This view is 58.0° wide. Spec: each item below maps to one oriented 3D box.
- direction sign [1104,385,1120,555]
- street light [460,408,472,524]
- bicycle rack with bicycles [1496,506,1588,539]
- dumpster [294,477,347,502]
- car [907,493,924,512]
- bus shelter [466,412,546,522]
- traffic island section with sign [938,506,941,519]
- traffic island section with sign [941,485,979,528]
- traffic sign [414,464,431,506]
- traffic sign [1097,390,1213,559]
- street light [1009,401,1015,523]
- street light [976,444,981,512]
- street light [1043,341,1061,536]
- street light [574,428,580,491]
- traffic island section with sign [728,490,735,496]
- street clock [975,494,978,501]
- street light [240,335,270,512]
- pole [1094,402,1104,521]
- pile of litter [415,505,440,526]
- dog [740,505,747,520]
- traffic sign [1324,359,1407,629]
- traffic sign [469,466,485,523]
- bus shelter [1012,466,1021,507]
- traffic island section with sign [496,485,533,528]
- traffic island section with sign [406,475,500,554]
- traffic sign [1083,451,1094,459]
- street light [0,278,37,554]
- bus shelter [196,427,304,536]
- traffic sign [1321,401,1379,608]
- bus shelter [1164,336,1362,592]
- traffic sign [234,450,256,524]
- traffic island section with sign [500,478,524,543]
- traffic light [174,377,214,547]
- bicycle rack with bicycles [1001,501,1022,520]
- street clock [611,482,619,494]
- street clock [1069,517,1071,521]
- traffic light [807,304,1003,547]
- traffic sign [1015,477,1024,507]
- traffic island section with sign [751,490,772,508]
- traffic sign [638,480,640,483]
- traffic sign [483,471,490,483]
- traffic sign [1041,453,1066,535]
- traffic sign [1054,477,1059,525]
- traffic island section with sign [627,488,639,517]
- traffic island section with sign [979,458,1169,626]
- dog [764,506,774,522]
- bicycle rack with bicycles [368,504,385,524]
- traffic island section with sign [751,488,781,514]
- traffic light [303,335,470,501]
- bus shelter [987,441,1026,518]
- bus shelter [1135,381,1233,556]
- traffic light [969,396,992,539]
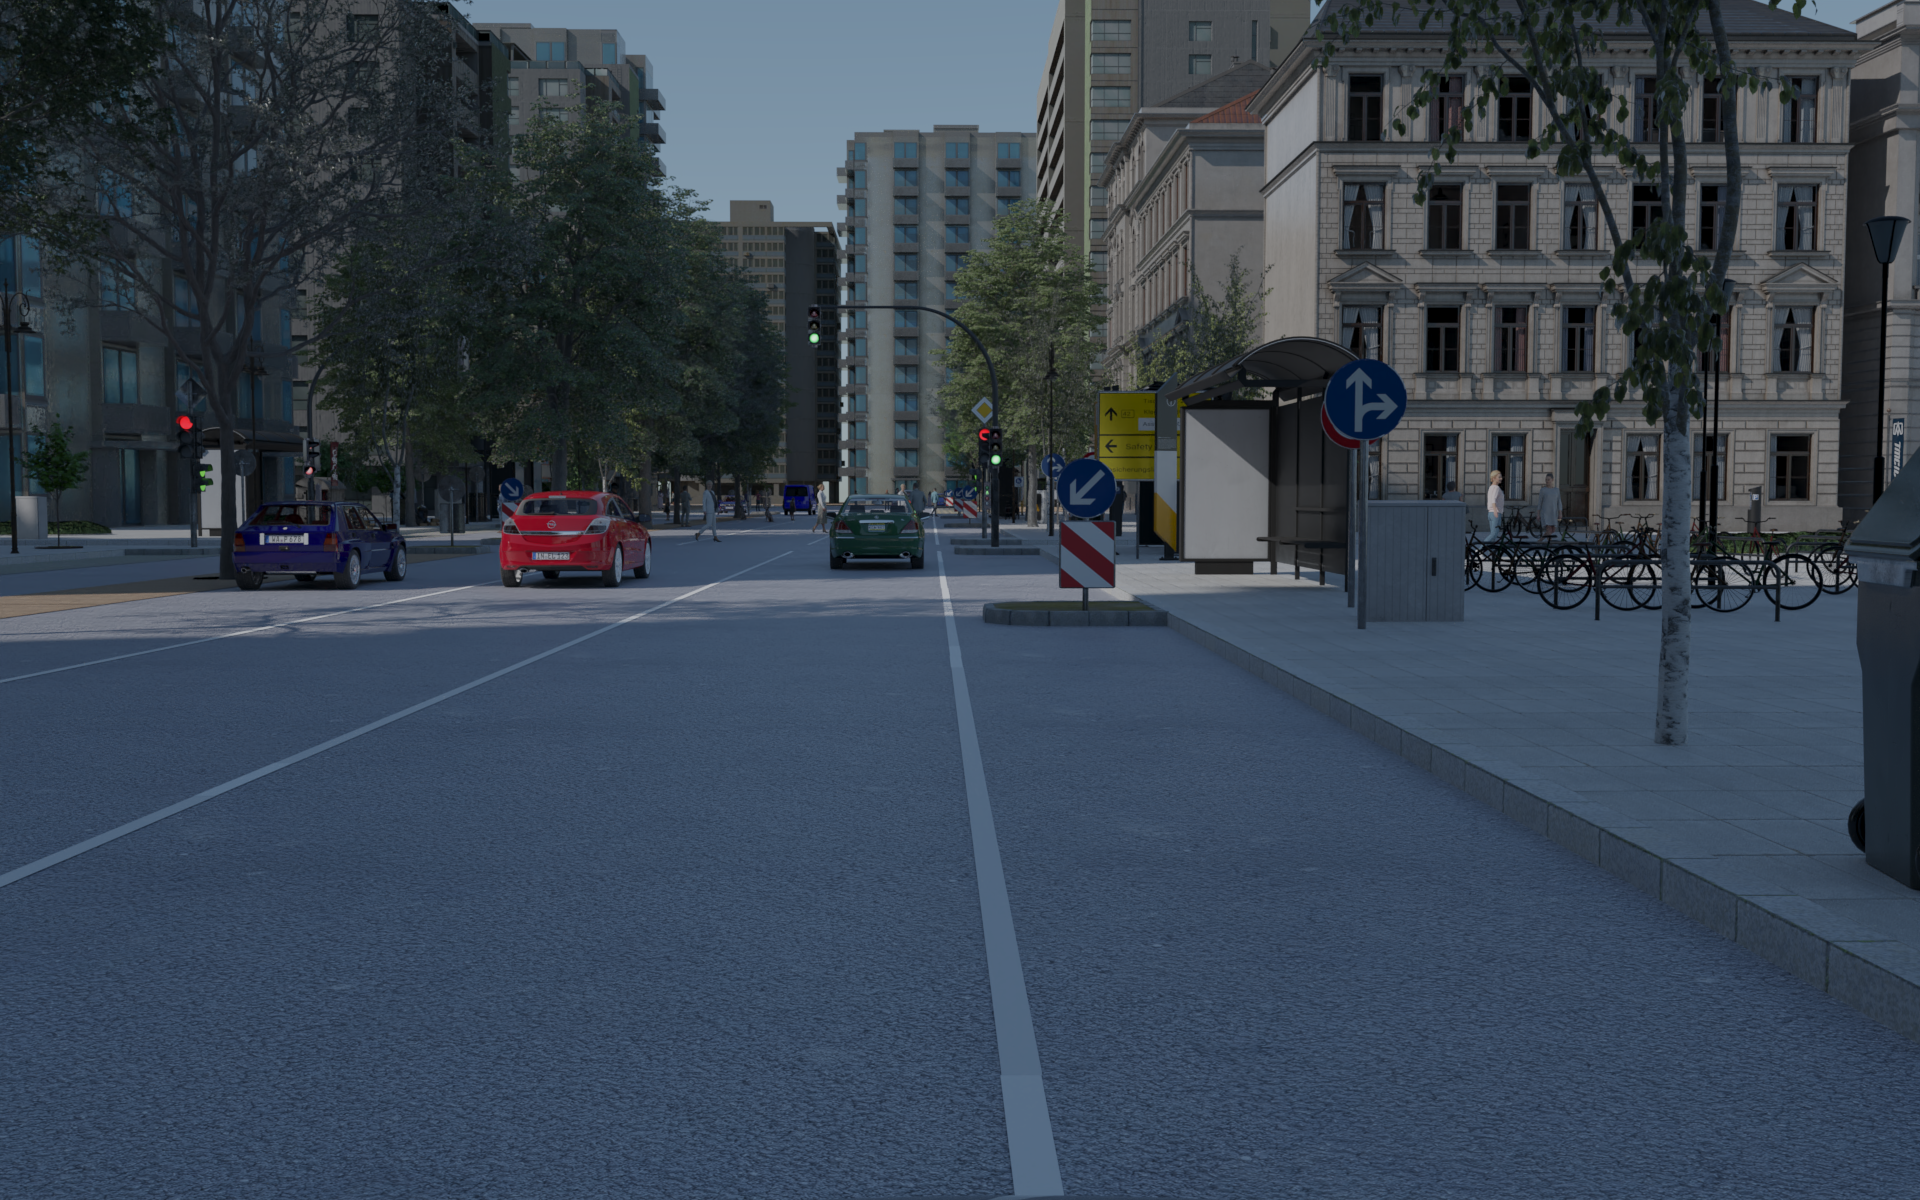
[{"bbox_3d":[3.168,-2.713,36.353,0.379,3.537,0.876,-1,4,-14],"label":"direction sign"},{"bbox_3d":[-21.111,-6.191,74.015,0.468,5.910,1.993,0,4,-1],"label":"street light"},{"bbox_3d":[16.766,-2.275,50.585,2.925,0.926,2.852,-2,4,-26],"label":"bicycle rack with bicycles"},{"bbox_3d":[-22.021,-3.295,59.639,1.264,1.857,1.865,0,4,-1],"label":"dumpster"},{"bbox_3d":[-2.992,-5.429,97.802,2.155,1.783,4.494,0,4,-2],"label":"car"},{"bbox_3d":[-21.900,-6.453,83.138,2.179,5.291,8.768,0,4,-1],"label":"bus shelter"},{"bbox_3d":[-0.162,-5.689,101.636,1.989,1.847,2.006,0,4,-1],"label":"traffic island section with sign"},{"bbox_3d":[0.306,-4.040,74.685,1.989,1.847,2.006,0,4,-1],"label":"traffic island section with sign"},{"bbox_3d":[-22.667,-4.462,73.053,0.768,2.556,0.104,0,4,3],"label":"traffic sign"},{"bbox_3d":[3.837,-2.464,34.153,2.265,3.308,0.079,0,4,3],"label":"traffic sign"},{"bbox_3d":[2.361,-6.315,76.038,0.468,5.910,1.993,0,4,-1],"label":"street light"},{"bbox_3d":[1.395,-9.230,123.703,0.468,5.910,1.993,0,4,-1],"label":"street light"},{"bbox_3d":[2.771,-4.880,52.570,0.468,5.910,1.993,0,4,-1],"label":"street light"},{"bbox_3d":[-21.402,-7.612,97.249,0.468,5.910,1.993,0,4,-1],"label":"street light"},{"bbox_3d":[-20.070,-8.798,152.469,1.989,1.847,2.006,0,4,-1],"label":"traffic island section with sign"},{"bbox_3d":[1.081,-7.045,119.756,0.358,2.002,0.471,-2,4,-34],"label":"street clock"},{"bbox_3d":[-20.654,-4.763,50.668,0.468,5.910,1.993,0,4,-1],"label":"street light"},{"bbox_3d":[3.068,-2.716,38.245,0.158,3.312,0.155,0,3,0],"label":"pole"},{"bbox_3d":[-21.446,-3.420,69.881,1.176,0.858,1.719,2,4,33],"label":"pile of litter"},{"bbox_3d":[-12.119,-4.859,96.282,0.513,0.831,0.800,1,4,12],"label":"dog"},{"bbox_3d":[3.824,-0.997,16.408,0.768,2.556,0.104,0,4,6],"label":"traffic sign"},{"bbox_3d":[-21.773,-4.767,78.045,0.768,2.556,0.104,0,4,6],"label":"traffic sign"},{"bbox_3d":[3.235,-7.891,122.945,2.014,3.302,5.546,0,4,-1],"label":"bus shelter"},{"bbox_3d":[-18.712,-4.018,74.326,1.989,1.847,2.006,0,4,-1],"label":"traffic island section with sign"},{"bbox_3d":[-12.513,-2.076,42.074,2.006,1.907,1.989,0,4,-1],"label":"traffic island section with sign"},{"bbox_3d":[3.986,-3.151,51.619,0.768,2.556,0.104,0,4,1],"label":"traffic sign"},{"bbox_3d":[-20.407,-3.941,37.219,0.468,5.910,1.993,0,4,-1],"label":"street light"},{"bbox_3d":[-22.351,-3.726,54.839,2.014,3.302,5.546,0,4,-1],"label":"bus shelter"},{"bbox_3d":[4.431,-1.189,19.541,0.768,2.556,0.104,0,4,0],"label":"traffic sign"},{"bbox_3d":[4.329,-1.901,25.004,2.014,3.302,5.546,0,4,-1],"label":"bus shelter"},{"bbox_3d":[-20.552,-3.029,49.632,0.768,2.556,0.104,0,4,-1],"label":"traffic sign"},{"bbox_3d":[-12.632,-2.529,49.480,2.006,1.907,1.989,0,4,-1],"label":"traffic island section with sign"},{"bbox_3d":[-18.433,-3.222,41.603,0.839,4.253,0.868,0,4,-1],"label":"traffic light"},{"bbox_3d":[3.175,-4.475,86.552,2.852,0.926,2.925,1,4,17],"label":"bicycle rack with bicycles"},{"bbox_3d":[-21.399,-6.296,107.509,0.471,2.002,0.358,1,4,19],"label":"street clock"},{"bbox_3d":[4.710,-4.218,73.541,0.358,2.002,0.471,0,4,8],"label":"street clock"},{"bbox_3d":[-1.265,-4.104,41.775,4.771,5.953,1.251,0,4,-1],"label":"traffic light"},{"bbox_3d":[3.449,-6.102,101.892,0.606,2.300,0.079,0,4,0],"label":"traffic sign"},{"bbox_3d":[-20.536,-10.446,179.420,1.989,1.847,2.006,0,4,-1],"label":"traffic island section with sign"},{"bbox_3d":[-22.503,-7.507,122.841,0.768,2.556,0.104,0,4,2],"label":"traffic sign"},{"bbox_3d":[-23.566,-5.318,86.956,0.884,2.594,0.081,0,4,4],"label":"traffic sign"},{"bbox_3d":[2.918,-3.311,54.239,0.768,2.556,0.104,0,4,2],"label":"traffic sign"},{"bbox_3d":[4.066,-4.397,72.004,0.768,2.556,0.104,0,4,1],"label":"traffic sign"},{"bbox_3d":[-19.194,-5.683,101.542,1.989,1.847,2.006,0,4,-1],"label":"traffic island section with sign"},{"bbox_3d":[1.264,-0.678,19.708,1.989,1.847,2.006,0,4,-1],"label":"traffic island section with sign"},{"bbox_3d":[-9.607,-4.365,88.198,0.800,0.831,0.513,-1,4,-17],"label":"dog"},{"bbox_3d":[-22.239,-2.989,62.255,2.852,0.926,2.925,2,4,26],"label":"bicycle rack with bicycles"},{"bbox_3d":[-13.946,-7.124,124.608,2.006,1.907,1.989,0,4,-1],"label":"traffic island section with sign"},{"bbox_3d":[-16.481,-4.587,49.658,4.771,5.953,1.251,0,4,-1],"label":"traffic light"},{"bbox_3d":[2.393,-7.112,93.913,2.179,5.291,8.768,0,4,-1],"label":"bus shelter"},{"bbox_3d":[4.827,-2.921,39.034,1.731,3.624,6.357,0,4,-1],"label":"bus shelter"},{"bbox_3d":[0.687,-3.732,49.936,0.839,4.253,0.868,0,4,-1],"label":"traffic light"}]
